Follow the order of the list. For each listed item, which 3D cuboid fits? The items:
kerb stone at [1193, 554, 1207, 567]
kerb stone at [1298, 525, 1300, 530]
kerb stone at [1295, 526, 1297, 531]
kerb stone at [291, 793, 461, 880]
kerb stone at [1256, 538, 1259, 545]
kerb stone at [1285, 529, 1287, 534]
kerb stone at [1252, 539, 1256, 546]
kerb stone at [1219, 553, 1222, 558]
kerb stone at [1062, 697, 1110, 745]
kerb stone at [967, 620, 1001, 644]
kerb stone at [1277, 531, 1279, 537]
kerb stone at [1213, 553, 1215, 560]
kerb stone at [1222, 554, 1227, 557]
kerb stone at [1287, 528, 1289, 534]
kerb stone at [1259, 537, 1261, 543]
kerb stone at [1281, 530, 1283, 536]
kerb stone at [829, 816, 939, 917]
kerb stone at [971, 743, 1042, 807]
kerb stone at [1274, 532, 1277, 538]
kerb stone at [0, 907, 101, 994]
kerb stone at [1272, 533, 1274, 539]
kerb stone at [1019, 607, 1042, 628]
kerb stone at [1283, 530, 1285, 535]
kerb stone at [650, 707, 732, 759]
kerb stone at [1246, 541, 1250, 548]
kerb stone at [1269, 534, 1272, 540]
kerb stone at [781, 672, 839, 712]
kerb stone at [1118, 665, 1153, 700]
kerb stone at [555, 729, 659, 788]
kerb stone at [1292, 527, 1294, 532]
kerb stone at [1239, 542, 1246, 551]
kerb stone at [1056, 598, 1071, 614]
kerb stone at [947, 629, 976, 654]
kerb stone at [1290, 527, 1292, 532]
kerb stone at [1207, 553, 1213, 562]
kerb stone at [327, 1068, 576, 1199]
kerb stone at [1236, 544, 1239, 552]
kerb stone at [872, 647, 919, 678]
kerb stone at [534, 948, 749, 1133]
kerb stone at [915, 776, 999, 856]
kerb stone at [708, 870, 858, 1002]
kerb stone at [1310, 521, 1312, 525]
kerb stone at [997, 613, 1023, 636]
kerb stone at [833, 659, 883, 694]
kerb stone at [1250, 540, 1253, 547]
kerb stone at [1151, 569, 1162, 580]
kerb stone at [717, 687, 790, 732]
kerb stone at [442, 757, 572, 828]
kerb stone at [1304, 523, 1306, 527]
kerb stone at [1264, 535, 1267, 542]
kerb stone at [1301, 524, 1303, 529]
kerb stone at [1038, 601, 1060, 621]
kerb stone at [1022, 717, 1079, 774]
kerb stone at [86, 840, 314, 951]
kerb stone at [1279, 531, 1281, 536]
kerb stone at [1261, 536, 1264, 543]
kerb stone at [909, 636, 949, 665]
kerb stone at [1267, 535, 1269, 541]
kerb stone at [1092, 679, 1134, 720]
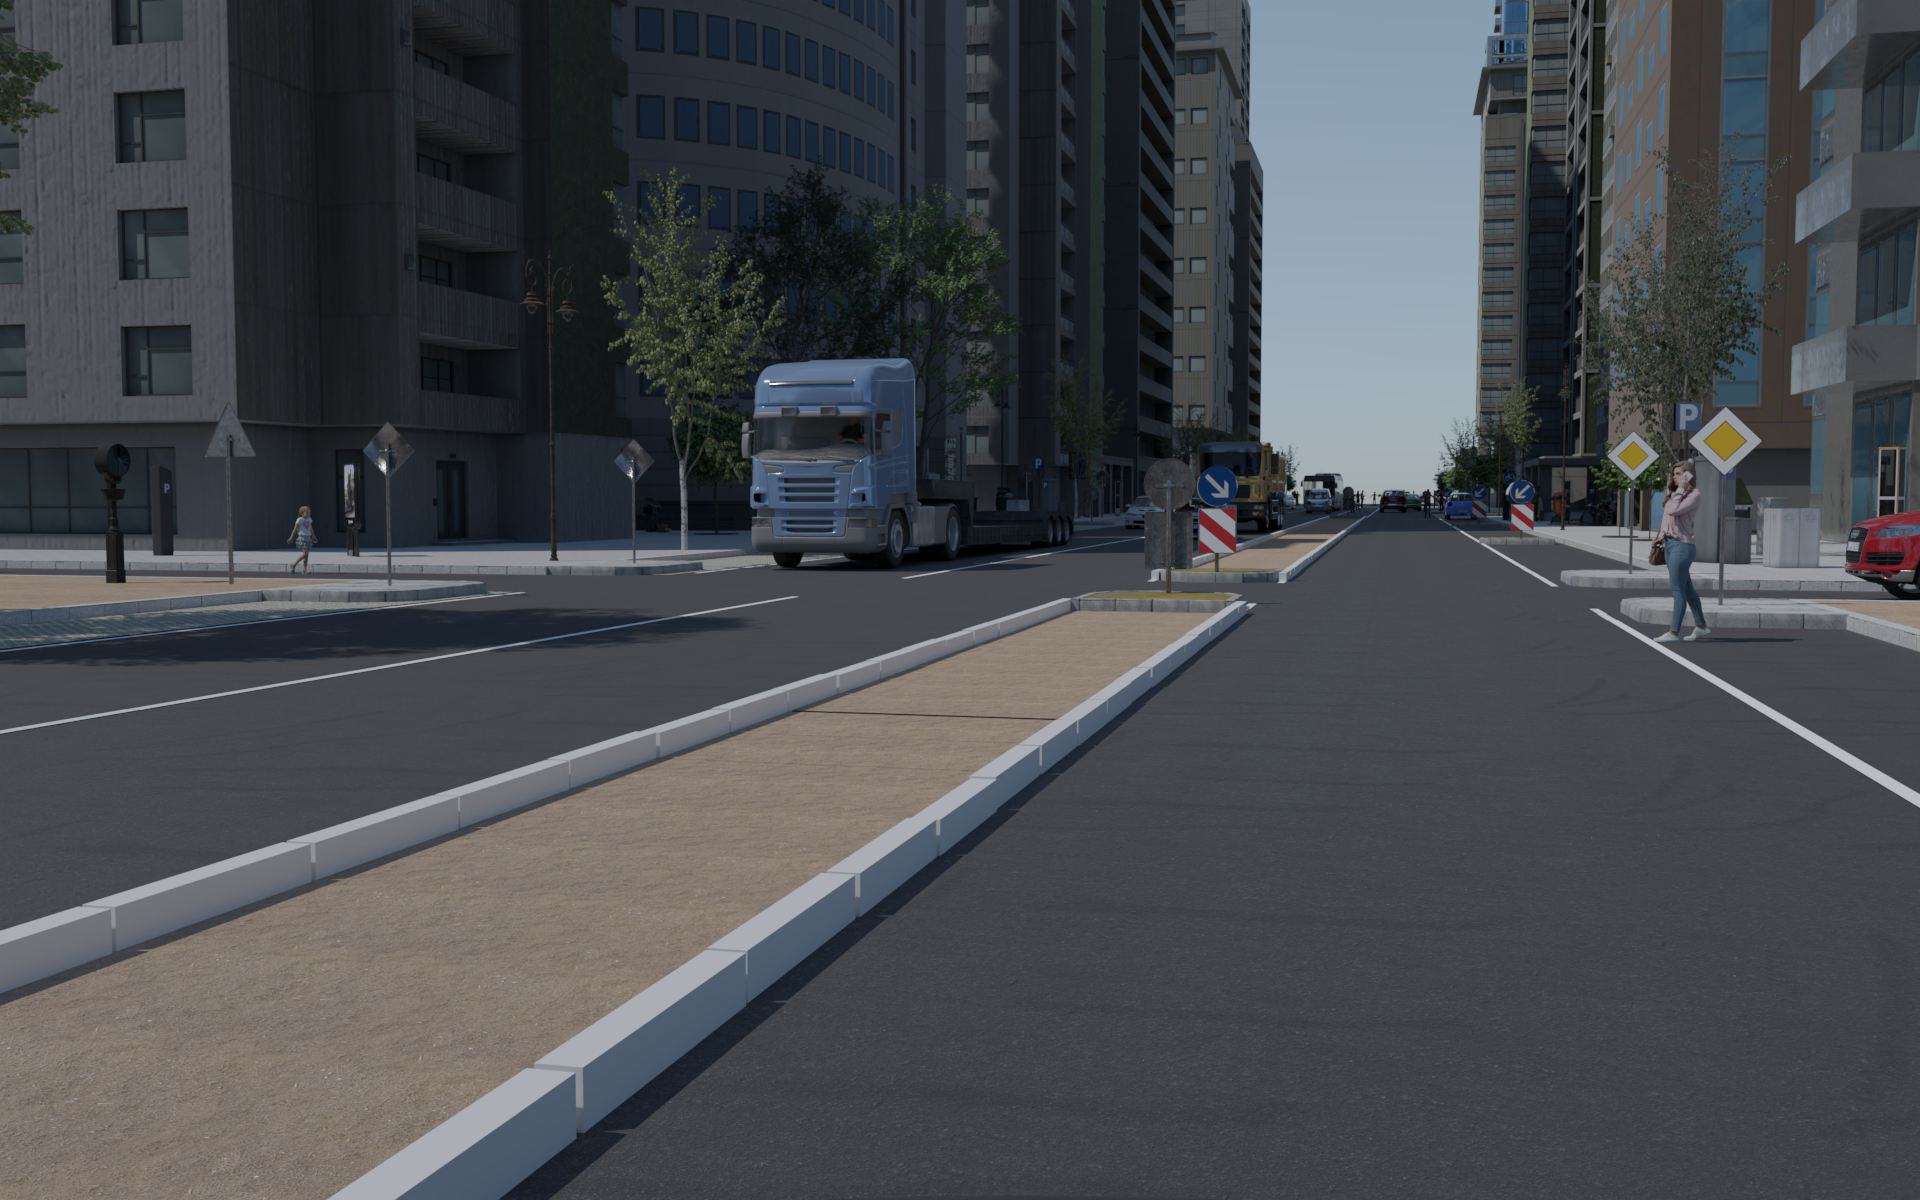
[{"bbox_3d":[4.864,-0.798,35.244,0.120,0.150,1.000,1,4,14],"label":"kerb stone"},{"bbox_3d":[13.160,-2.801,68.034,0.120,0.150,1.000,1,4,14],"label":"kerb stone"},{"bbox_3d":[12.661,-2.681,66.037,0.120,0.150,1.000,1,4,14],"label":"kerb stone"},{"bbox_3d":[-2.308,0.937,6.875,0.120,0.150,1.000,1,4,14],"label":"kerb stone"},{"bbox_3d":[8.137,-1.585,48.165,0.120,0.150,1.000,1,4,14],"label":"kerb stone"},{"bbox_3d":[11.148,-2.317,60.077,0.120,0.150,1.000,1,4,14],"label":"kerb stone"},{"bbox_3d":[7.882,-1.525,47.168,0.120,0.150,1.000,1,4,14],"label":"kerb stone"},{"bbox_3d":[5.620,-0.980,38.225,0.120,0.150,1.000,1,4,14],"label":"kerb stone"},{"bbox_3d":[0.737,0.727,10.343,0.120,0.150,1.000,1,4,14],"label":"kerb stone"},{"bbox_3d":[0.201,0.329,16.817,0.120,0.150,1.000,1,4,14],"label":"kerb stone"},{"bbox_3d":[10.148,-2.074,56.109,0.120,0.150,1.000,1,4,14],"label":"kerb stone"},{"bbox_3d":[5.372,-0.917,37.233,0.120,0.150,1.000,1,4,14],"label":"kerb stone"},{"bbox_3d":[5.877,-1.038,39.220,0.120,0.150,1.000,1,4,14],"label":"kerb stone"},{"bbox_3d":[11.404,-2.377,61.066,0.120,0.150,1.000,1,4,14],"label":"kerb stone"},{"bbox_3d":[8.386,-1.649,49.161,0.120,0.150,1.000,1,4,14],"label":"kerb stone"},{"bbox_3d":[10.645,-2.196,58.092,0.120,0.150,1.000,1,4,14],"label":"kerb stone"},{"bbox_3d":[-0.274,0.968,6.362,0.120,0.150,1.000,1,4,14],"label":"kerb stone"},{"bbox_3d":[0.225,0.847,8.348,0.120,0.150,1.000,1,4,14],"label":"kerb stone"},{"bbox_3d":[9.900,-2.013,55.114,0.120,0.150,1.000,1,4,14],"label":"kerb stone"},{"bbox_3d":[-2.805,1.058,4.890,0.120,0.150,1.000,1,4,14],"label":"kerb stone"},{"bbox_3d":[9.645,-1.953,54.124,0.120,0.150,1.000,1,4,14],"label":"kerb stone"},{"bbox_3d":[0.707,0.208,18.798,0.120,0.150,1.000,1,4,14],"label":"kerb stone"},{"bbox_3d":[10.894,-2.256,59.083,0.120,0.150,1.000,1,4,14],"label":"kerb stone"},{"bbox_3d":[-1.555,0.760,9.853,0.120,0.150,1.000,1,4,14],"label":"kerb stone"},{"bbox_3d":[7.388,-1.406,45.184,0.120,0.150,1.000,1,4,14],"label":"kerb stone"},{"bbox_3d":[9.392,-1.892,53.130,0.120,0.150,1.000,1,4,14],"label":"kerb stone"},{"bbox_3d":[-1.058,0.634,11.837,0.120,0.150,1.000,1,4,14],"label":"kerb stone"},{"bbox_3d":[1.228,0.606,12.333,0.120,0.150,1.000,1,4,14],"label":"kerb stone"},{"bbox_3d":[-1.817,0.816,8.860,0.120,0.150,1.000,1,4,14],"label":"kerb stone"},{"bbox_3d":[12.154,-2.558,64.047,0.120,0.150,1.000,1,4,14],"label":"kerb stone"},{"bbox_3d":[7.136,-1.345,44.190,0.120,0.150,1.000,1,4,14],"label":"kerb stone"},{"bbox_3d":[1.204,0.086,20.794,0.120,0.150,1.000,1,4,14],"label":"kerb stone"},{"bbox_3d":[-0.055,0.398,15.824,0.120,0.150,1.000,1,4,14],"label":"kerb stone"},{"bbox_3d":[11.909,-2.499,63.051,0.120,0.150,1.000,1,4,14],"label":"kerb stone"},{"bbox_3d":[5.130,-0.859,36.240,0.120,0.150,1.000,1,4,14],"label":"kerb stone"},{"bbox_3d":[-1.033,1.152,3.377,0.120,0.150,1.000,1,4,14],"label":"kerb stone"},{"bbox_3d":[6.637,-1.223,42.194,0.120,0.150,1.000,1,4,14],"label":"kerb stone"},{"bbox_3d":[-0.543,0.512,13.828,0.120,0.150,1.000,1,4,14],"label":"kerb stone"},{"bbox_3d":[-0.779,1.090,4.376,0.120,0.150,1.000,1,4,14],"label":"kerb stone"},{"bbox_3d":[-0.015,0.913,7.352,0.120,0.150,1.000,1,4,14],"label":"kerb stone"},{"bbox_3d":[-0.533,1.029,5.368,0.120,0.150,1.000,1,4,14],"label":"kerb stone"},{"bbox_3d":[15.430,-3.349,76.973,0.120,0.150,1.000,1,4,14],"label":"kerb stone"},{"bbox_3d":[0.460,0.268,17.806,0.120,0.150,1.000,1,4,14],"label":"kerb stone"},{"bbox_3d":[-0.795,0.577,12.836,0.120,0.150,1.000,1,4,14],"label":"kerb stone"},{"bbox_3d":[7.637,-1.464,46.175,0.120,0.150,1.000,1,4,14],"label":"kerb stone"},{"bbox_3d":[3.364,-0.432,29.282,0.120,0.150,1.000,1,4,14],"label":"kerb stone"},{"bbox_3d":[-1.306,0.694,10.844,0.120,0.150,1.000,1,4,14],"label":"kerb stone"},{"bbox_3d":[-2.063,0.878,7.868,0.120,0.150,1.000,1,4,14],"label":"kerb stone"},{"bbox_3d":[14.175,-3.047,72.011,0.120,0.150,1.000,1,4,14],"label":"kerb stone"},{"bbox_3d":[8.893,-1.771,51.147,0.120,0.150,1.000,1,4,14],"label":"kerb stone"},{"bbox_3d":[13.665,-2.925,70.023,0.120,0.150,1.000,1,4,14],"label":"kerb stone"},{"bbox_3d":[0.956,0.149,19.802,0.120,0.150,1.000,1,4,14],"label":"kerb stone"},{"bbox_3d":[0.482,0.786,9.351,0.120,0.150,1.000,1,4,14],"label":"kerb stone"},{"bbox_3d":[-2.560,0.998,5.882,0.120,0.150,1.000,1,4,14],"label":"kerb stone"},{"bbox_3d":[10.397,-2.133,57.100,0.120,0.150,1.000,1,4,14],"label":"kerb stone"},{"bbox_3d":[8.636,-1.710,50.152,0.120,0.150,1.000,1,4,14],"label":"kerb stone"},{"bbox_3d":[-0.304,0.450,14.832,0.120,0.150,1.000,1,4,14],"label":"kerb stone"},{"bbox_3d":[9.142,-1.831,52.139,0.120,0.150,1.000,1,4,14],"label":"kerb stone"},{"bbox_3d":[0.987,0.665,11.339,0.120,0.150,1.000,1,4,14],"label":"kerb stone"}]
